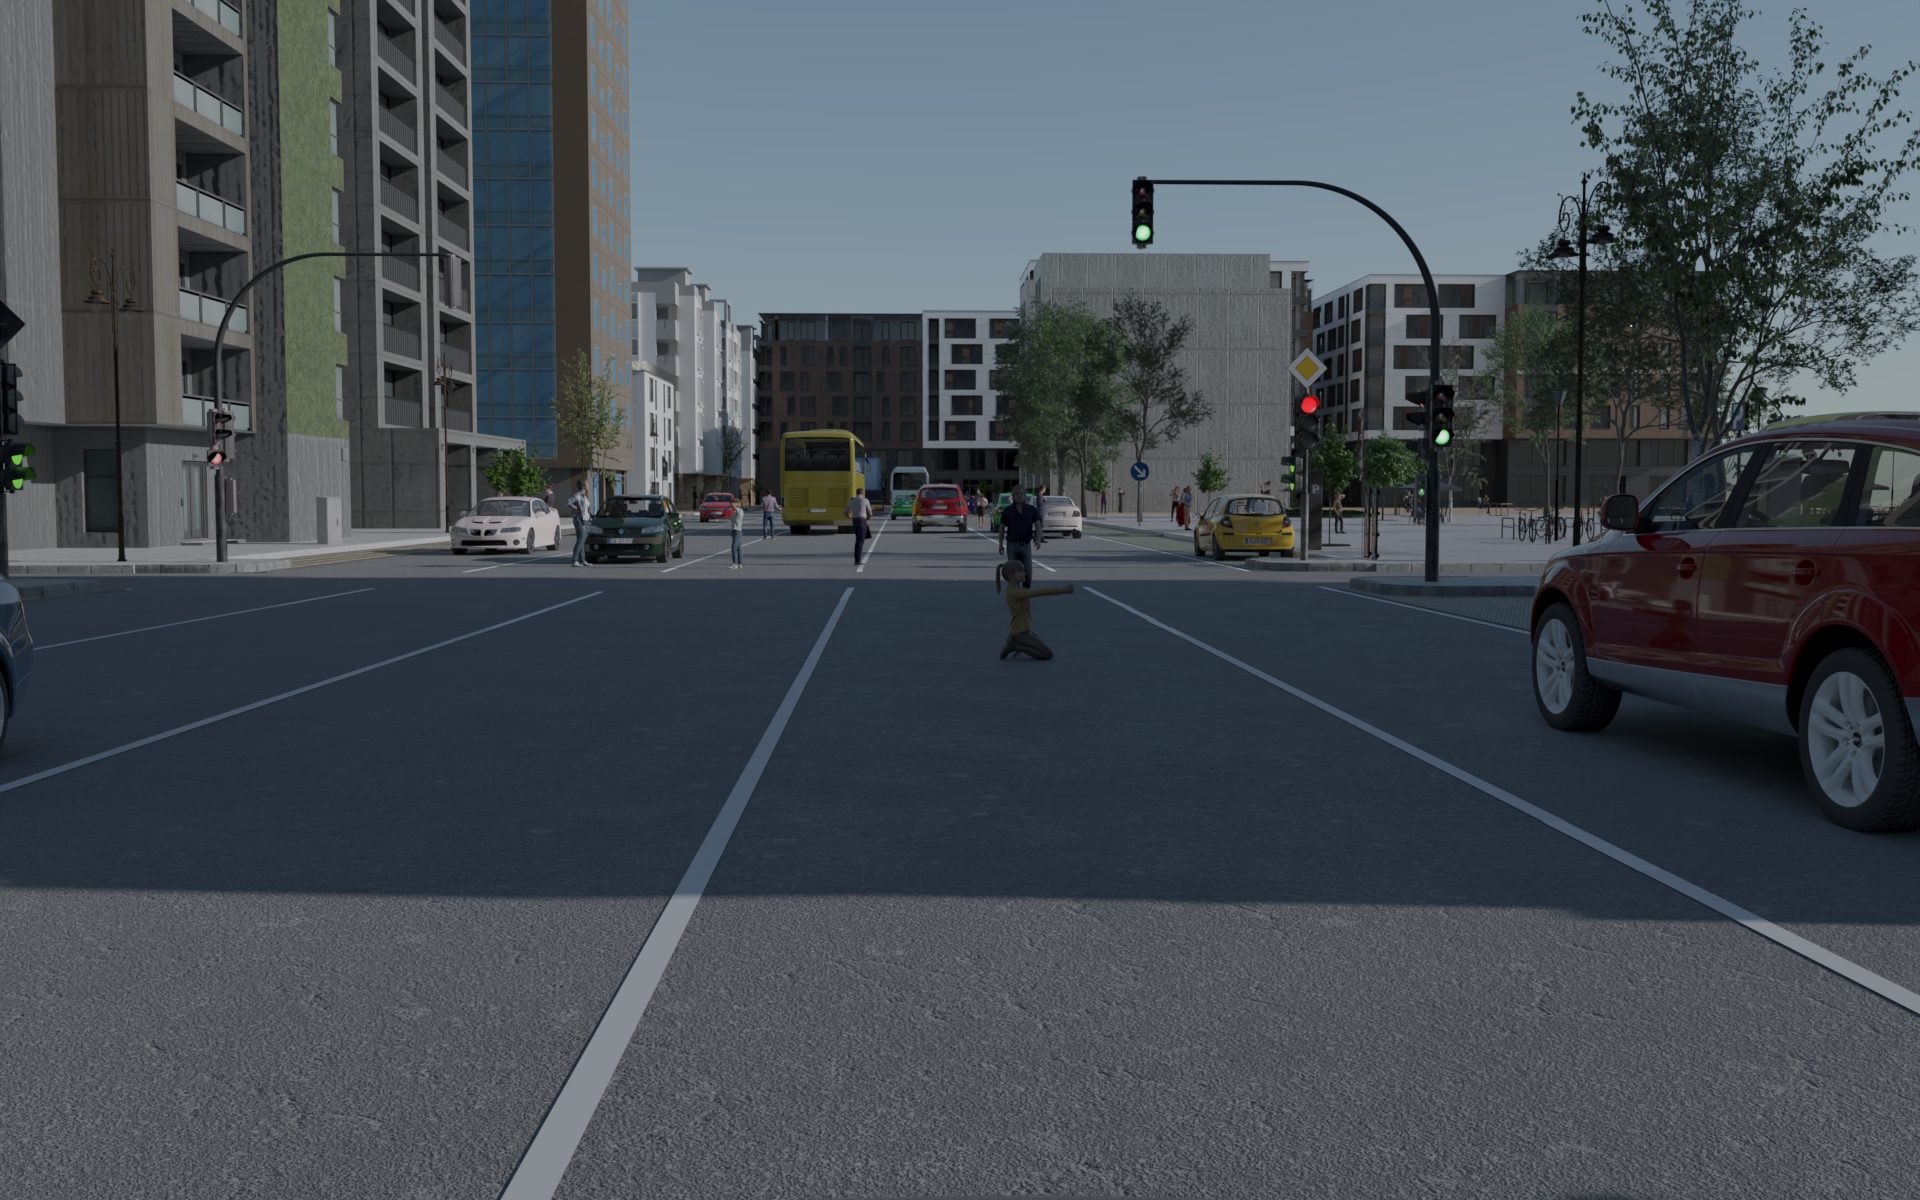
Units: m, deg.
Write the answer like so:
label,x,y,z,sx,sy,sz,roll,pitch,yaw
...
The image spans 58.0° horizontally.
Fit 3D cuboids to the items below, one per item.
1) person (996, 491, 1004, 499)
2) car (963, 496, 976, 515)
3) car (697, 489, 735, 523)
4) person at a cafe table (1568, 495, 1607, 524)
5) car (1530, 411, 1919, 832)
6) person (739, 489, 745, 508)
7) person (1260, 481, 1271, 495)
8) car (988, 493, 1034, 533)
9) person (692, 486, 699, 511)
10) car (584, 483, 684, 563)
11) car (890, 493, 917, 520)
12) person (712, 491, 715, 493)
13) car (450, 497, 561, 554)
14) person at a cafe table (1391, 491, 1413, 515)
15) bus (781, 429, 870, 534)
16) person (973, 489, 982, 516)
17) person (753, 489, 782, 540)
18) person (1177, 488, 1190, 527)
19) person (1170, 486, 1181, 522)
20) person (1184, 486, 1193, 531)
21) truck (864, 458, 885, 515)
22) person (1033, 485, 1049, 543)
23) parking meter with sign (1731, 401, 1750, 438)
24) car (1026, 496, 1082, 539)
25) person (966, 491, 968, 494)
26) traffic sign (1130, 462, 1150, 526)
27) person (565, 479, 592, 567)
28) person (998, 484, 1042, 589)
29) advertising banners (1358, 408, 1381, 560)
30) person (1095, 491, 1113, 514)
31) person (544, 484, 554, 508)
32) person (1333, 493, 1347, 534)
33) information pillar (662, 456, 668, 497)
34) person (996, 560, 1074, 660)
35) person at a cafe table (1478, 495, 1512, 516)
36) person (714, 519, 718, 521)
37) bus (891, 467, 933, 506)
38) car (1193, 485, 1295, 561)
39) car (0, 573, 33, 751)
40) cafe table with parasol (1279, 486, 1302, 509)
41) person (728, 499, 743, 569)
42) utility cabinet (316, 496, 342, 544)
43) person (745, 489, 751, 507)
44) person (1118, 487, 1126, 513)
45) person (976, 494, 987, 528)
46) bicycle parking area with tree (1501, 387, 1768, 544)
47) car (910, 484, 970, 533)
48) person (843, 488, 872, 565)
label,x,y,z,sx,sy,sz,roll,pitch,yaw
person,4.536,-10.959,187.756,1.350,1.814,0.705,-2,4,-26
car,0.212,-6.547,119.626,1.945,1.354,3.894,0,4,-2
car,-12.263,-4.848,88.309,2.155,1.783,4.494,0,4,-4
person at a cafe table,27.705,-3.940,75.283,1.726,1.238,1.698,-2,4,-25
car,4.694,-0.015,8.918,2.281,1.827,5.304,0,4,-3
person,-20.309,-9.484,161.628,0.750,1.759,0.617,0,4,-2
person,10.191,-3.140,58.192,0.445,1.727,0.742,-2,4,-26
car,2.072,-3.452,65.237,1.959,1.807,4.718,0,4,-2
person,-19.957,-7.634,130.489,0.705,1.869,1.348,0,4,6
car,-6.977,-1.680,37.249,2.009,1.686,4.222,0,4,-2
car,-2.925,-5.333,95.985,1.959,1.807,4.718,0,4,-2
person,-14.460,-5.601,101.784,0.444,1.614,0.593,3,5,45
car,-11.120,-1.851,42.633,2.083,1.381,4.827,0,4,0
person at a cafe table,28.089,-6.130,108.747,1.698,1.524,1.622,2,4,26
bus,-4.979,-4.490,64.954,2.896,3.916,12.252,0,4,-1
person,1.188,-6.475,114.891,0.617,1.759,0.750,1,4,18
person,-6.018,-2.696,54.531,0.963,1.587,0.435,-1,4,-23
person,8.781,-3.632,67.899,0.523,1.526,0.387,0,4,2
person,10.001,-4.458,80.390,0.566,1.644,0.517,-2,4,-34
person,8.051,-3.234,60.975,0.319,1.574,0.516,1,4,21
truck,-6.733,-8.157,123.122,2.967,4.110,18.799,0,4,-3
person,2.370,-2.527,50.730,0.530,1.710,0.541,1,4,14
parking meter with sign,15.575,-2.237,32.844,1.738,3.016,0.543,0,4,-2
car,2.910,-2.735,57.075,2.083,1.381,4.827,0,4,-3
person,0.685,-9.992,172.805,0.756,1.711,0.436,1,4,20
traffic sign,7.117,-4.191,68.625,0.768,2.556,0.104,0,4,1
person,-7.501,-1.528,34.211,0.376,1.734,0.841,1,4,12
person,0.832,-0.701,22.169,0.569,1.553,0.471,2,4,35
advertising banners,8.178,-2.356,34.702,0.090,3.025,2.074,0,4,2
person,9.219,-6.378,111.005,1.217,1.739,0.721,1,4,14
person,-11.585,-2.406,48.637,0.445,1.727,0.742,-2,4,-24
person,12.285,-2.817,56.017,0.340,1.345,0.435,3,4,37
information pillar,-18.022,-6.999,105.781,0.183,3.616,0.504,2,4,28
person,0.653,0.087,14.997,0.695,0.859,0.347,1,4,10
person at a cafe table,31.615,-5.622,102.776,1.726,1.238,1.698,3,5,39
person,-12.933,-4.849,91.683,0.435,1.345,0.340,2,4,33
bus,-3.475,-7.900,124.025,2.948,3.499,13.247,0,4,-1
car,6.256,-1.728,38.472,2.015,1.641,3.980,0,4,-1
car,-5.802,0.271,7.566,2.014,1.417,4.499,0,4,-3
cafe table with parasol,20.685,-6.221,106.572,2.610,1.966,2.610,-2,4,-31
person,-4.346,-1.285,33.425,0.340,1.345,0.435,-1,4,-15
utility cabinet,-16.223,-2.044,44.574,0.306,1.237,1.020,0,3,0
person,-21.152,-10.151,172.540,0.750,1.759,0.617,0,4,-6
person,11.007,-6.761,117.392,0.742,1.727,0.445,3,5,41
person,0.890,-3.737,72.796,0.628,1.438,0.799,-2,4,-34
bicycle parking area with tree,18.894,-3.667,46.956,8.231,4.147,9.016,1,4,20
car,-0.750,-3.423,64.642,2.281,1.827,5.304,0,4,0
person,-2.071,-1.490,35.069,0.614,1.554,0.590,2,4,25
